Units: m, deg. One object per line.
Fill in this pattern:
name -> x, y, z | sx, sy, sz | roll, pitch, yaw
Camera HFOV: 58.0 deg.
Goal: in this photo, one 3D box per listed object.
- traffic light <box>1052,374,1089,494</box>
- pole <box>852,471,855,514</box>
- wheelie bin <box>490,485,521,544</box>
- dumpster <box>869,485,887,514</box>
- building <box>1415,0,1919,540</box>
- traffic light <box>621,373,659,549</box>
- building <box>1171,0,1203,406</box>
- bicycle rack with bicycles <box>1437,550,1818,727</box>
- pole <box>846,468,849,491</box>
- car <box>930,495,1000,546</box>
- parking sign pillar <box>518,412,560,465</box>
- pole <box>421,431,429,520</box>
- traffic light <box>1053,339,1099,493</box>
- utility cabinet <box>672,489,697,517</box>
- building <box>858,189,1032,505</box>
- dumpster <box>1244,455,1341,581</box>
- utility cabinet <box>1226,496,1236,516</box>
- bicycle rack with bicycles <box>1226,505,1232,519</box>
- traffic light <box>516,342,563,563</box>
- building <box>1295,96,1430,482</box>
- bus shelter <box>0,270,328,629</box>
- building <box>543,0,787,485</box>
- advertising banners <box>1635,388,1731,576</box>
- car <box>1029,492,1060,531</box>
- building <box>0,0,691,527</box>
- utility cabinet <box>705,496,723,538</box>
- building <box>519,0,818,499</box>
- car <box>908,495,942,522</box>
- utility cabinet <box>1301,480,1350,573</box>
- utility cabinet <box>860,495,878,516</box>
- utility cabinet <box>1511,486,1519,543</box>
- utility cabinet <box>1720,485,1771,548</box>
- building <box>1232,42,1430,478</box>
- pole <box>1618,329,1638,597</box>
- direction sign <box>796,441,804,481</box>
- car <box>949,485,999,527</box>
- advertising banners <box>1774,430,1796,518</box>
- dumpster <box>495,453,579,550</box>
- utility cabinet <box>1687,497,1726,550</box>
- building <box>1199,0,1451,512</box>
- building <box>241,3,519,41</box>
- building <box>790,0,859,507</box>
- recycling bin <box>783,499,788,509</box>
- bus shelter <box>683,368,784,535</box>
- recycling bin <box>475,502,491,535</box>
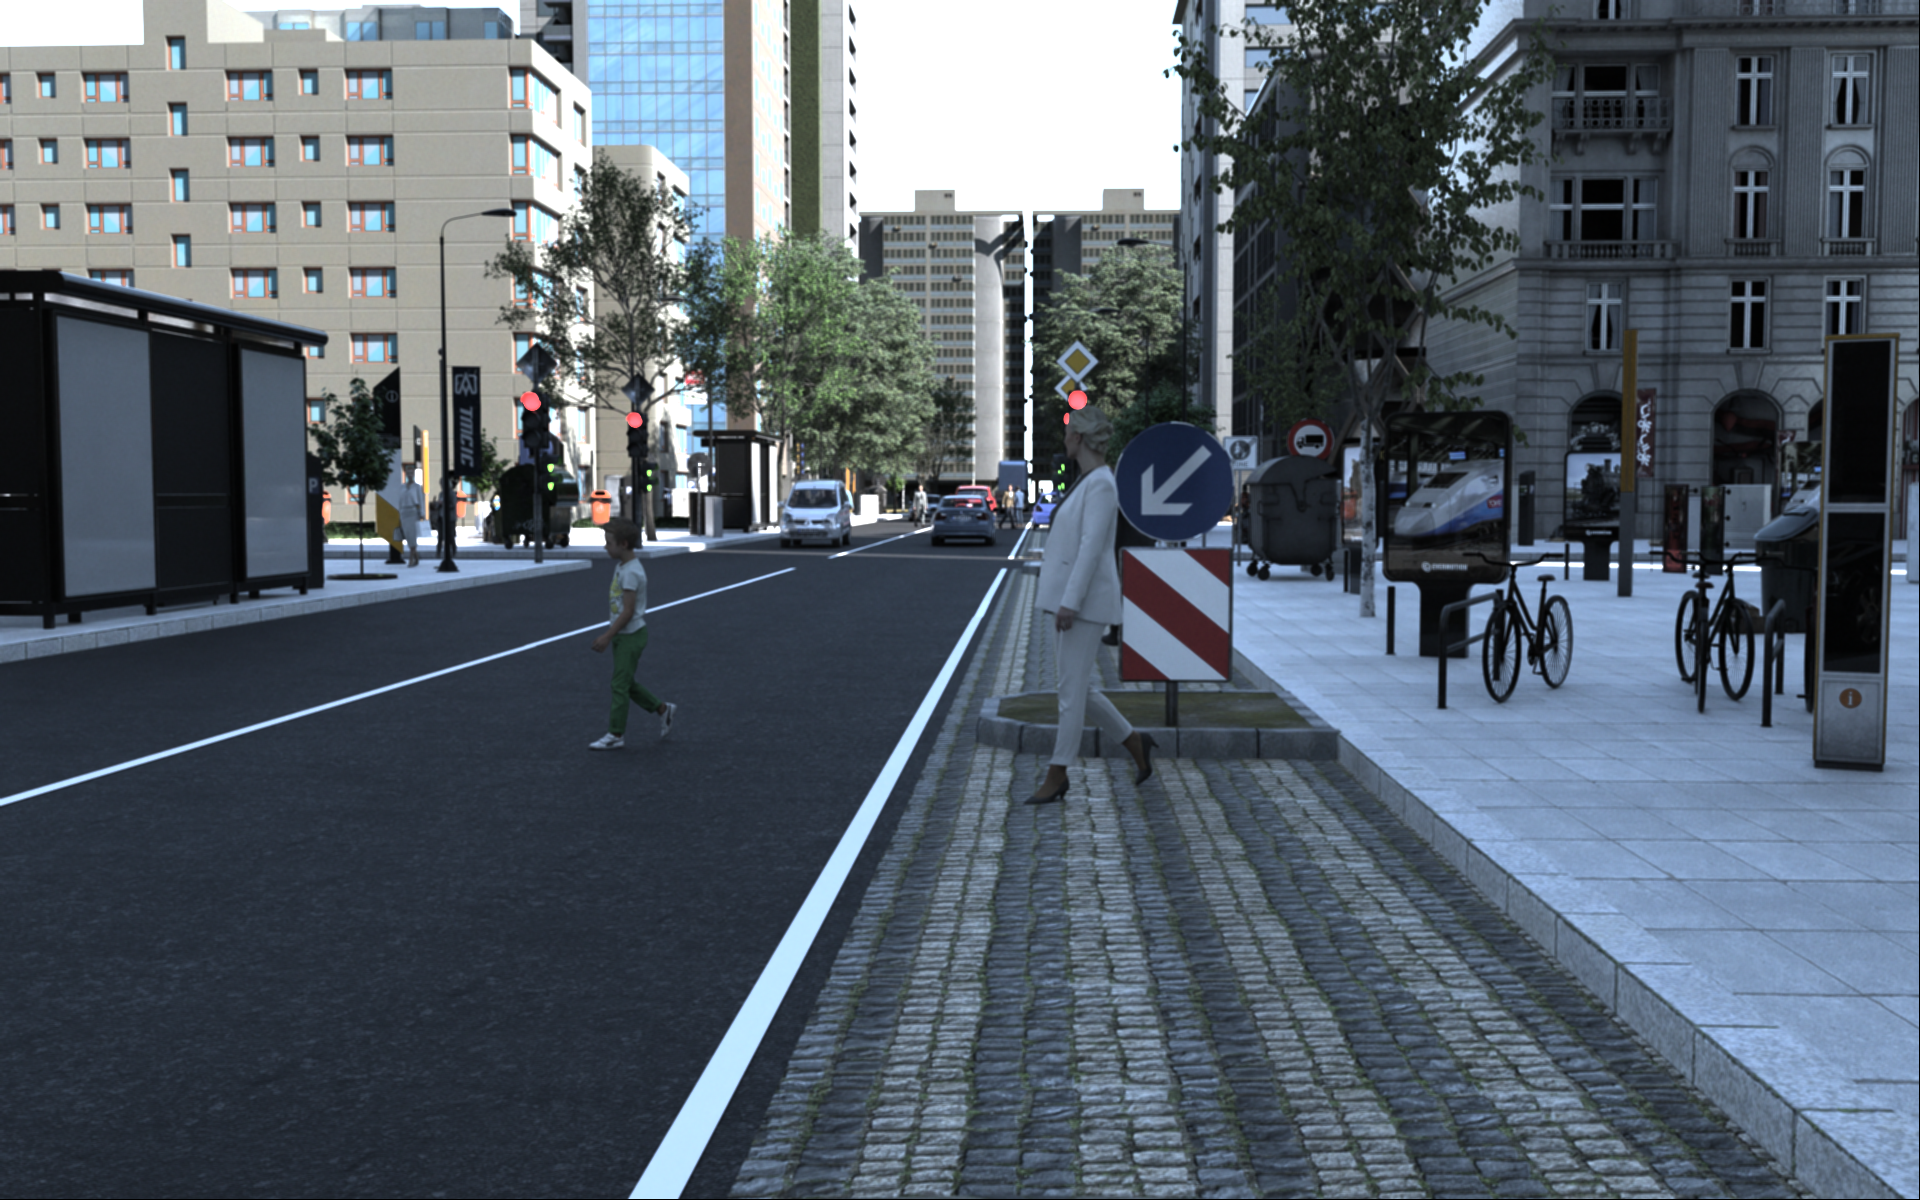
traffic light -> 2.518, -3.101, 39.628 | 0.839, 4.253, 0.868 | 0, 4, 3
pole -> -6.948, -7.292, 113.071 | 0.158, 3.312, 0.155 | 0, 3, 0
wheelie bin -> -11.543, -2.222, 44.244 | 0.693, 1.594, 0.980 | 1, 4, 11
dumpster -> -5.481, -6.628, 114.121 | 1.264, 1.857, 1.865 | 0, 4, 3
building -> 27.395, -12.940, 53.377 | 24.055, 21.916, 13.314 | 0, 4, 3
traffic light -> -7.431, -3.131, 40.105 | 0.839, 4.253, 0.868 | 0, 4, 3
building -> 35.497, -35.274, 165.966 | 28.713, 52.752, 27.495 | 0, 4, 3
bicycle rack with bicycles -> 4.262, 0.158, 10.793 | 2.852, 0.926, 2.925 | 2, 4, 28
pole -> -6.004, -6.030, 92.441 | 0.158, 3.312, 0.155 | 0, 3, 0
car -> 0.117, -2.281, 49.291 | 2.014, 1.417, 4.499 | 0, 4, 2
parking sign pillar -> -13.754, -4.167, 56.607 | 1.447, 3.967, 1.447 | 1, 4, 18
pole -> -17.287, -3.799, 55.964 | 0.158, 3.312, 0.155 | 0, 3, 0
traffic light -> 2.122, -2.614, 31.652 | 0.839, 4.253, 0.868 | 0, 4, 3
utility cabinet -> -12.688, -4.343, 79.685 | 1.173, 1.500, 0.318 | 1, 4, 10
building -> -3.239, -32.500, 223.261 | 23.993, 40.220, 32.217 | 0, 4, 3
dumpster -> 5.047, -1.257, 26.308 | 1.264, 1.857, 1.865 | 0, 4, 3
utility cabinet -> 14.989, -5.256, 97.101 | 1.020, 1.237, 0.306 | -2, 4, -26
bicycle rack with bicycles -> 11.916, -4.386, 85.094 | 2.852, 0.926, 2.925 | -2, 4, -26
traffic light -> -7.828, -2.643, 32.130 | 0.839, 4.253, 0.868 | 0, 4, 3
building -> 24.210, -13.094, 81.547 | 16.820, 18.784, 16.811 | 0, 4, 3
bus shelter -> -9.351, -2.455, 17.777 | 2.179, 5.291, 8.768 | 0, 4, 3
building -> -20.303, -28.894, 122.535 | 14.600, 45.320, 14.200 | 0, 4, 3
advertising banners -> 11.634, -1.949, 28.058 | 0.090, 3.025, 2.074 | -1, 4, -23
car -> 3.718, -3.594, 68.360 | 1.945, 1.707, 3.694 | 0, 4, 1
building -> -29.317, -14.442, 81.168 | 27.650, 21.520, 28.899 | 0, 4, 3
utility cabinet -> -7.288, -2.457, 51.331 | 0.306, 1.237, 1.020 | -1, 4, -22
building -> -22.285, -42.874, 139.238 | 20.563, 71.187, 20.611 | 0, 4, 3
car -> -1.678, -4.880, 91.786 | 2.014, 1.417, 4.499 | 0, 4, 5
utility cabinet -> 6.063, -1.171, 27.826 | 1.173, 1.500, 0.318 | 3, 5, 42
utility cabinet -> -5.246, -5.437, 100.054 | 1.020, 1.237, 0.306 | -1, 4, -21
utility cabinet -> 13.806, -2.204, 44.722 | 1.173, 1.500, 0.318 | -1, 4, -9
utility cabinet -> 18.325, -1.948, 40.535 | 0.318, 1.500, 1.173 | -2, 4, -34
building -> 24.231, -18.854, 101.767 | 14.314, 27.812, 24.014 | 0, 4, 3
pole -> 8.336, -1.698, 21.611 | 0.158, 3.312, 0.155 | 0, 3, 0
direction sign -> -6.806, -4.997, 73.696 | 0.379, 3.537, 0.876 | 1, 4, 16
car -> 0.611, -4.177, 76.970 | 2.281, 1.827, 5.304 | 0, 4, 2
advertising banners -> 21.771, -3.129, 47.341 | 2.074, 3.025, 0.090 | 0, 4, 3
dumpster -> -9.956, -2.341, 40.768 | 1.502, 2.255, 1.985 | 0, 4, 3
utility cabinet -> 17.109, -1.764, 40.005 | 0.306, 1.237, 1.020 | -3, 5, -40
building -> 29.793, -36.438, 137.754 | 21.231, 58.520, 28.212 | 0, 4, 3
building -> -55.009, -33.817, 172.517 | 30.456, 49.044, 23.786 | 0, 4, 3
building -> -24.536, -38.538, 172.100 | 28.212, 58.520, 21.231 | 0, 4, 3
recycling bin -> -8.415, -4.423, 84.869 | 0.722, 1.027, 0.722 | -1, 4, -22
bus shelter -> -7.628, -4.918, 58.044 | 2.179, 5.291, 8.768 | 0, 4, 3
recycling bin -> -14.948, -2.588, 54.870 | 0.722, 1.027, 0.722 | -2, 4, -24
